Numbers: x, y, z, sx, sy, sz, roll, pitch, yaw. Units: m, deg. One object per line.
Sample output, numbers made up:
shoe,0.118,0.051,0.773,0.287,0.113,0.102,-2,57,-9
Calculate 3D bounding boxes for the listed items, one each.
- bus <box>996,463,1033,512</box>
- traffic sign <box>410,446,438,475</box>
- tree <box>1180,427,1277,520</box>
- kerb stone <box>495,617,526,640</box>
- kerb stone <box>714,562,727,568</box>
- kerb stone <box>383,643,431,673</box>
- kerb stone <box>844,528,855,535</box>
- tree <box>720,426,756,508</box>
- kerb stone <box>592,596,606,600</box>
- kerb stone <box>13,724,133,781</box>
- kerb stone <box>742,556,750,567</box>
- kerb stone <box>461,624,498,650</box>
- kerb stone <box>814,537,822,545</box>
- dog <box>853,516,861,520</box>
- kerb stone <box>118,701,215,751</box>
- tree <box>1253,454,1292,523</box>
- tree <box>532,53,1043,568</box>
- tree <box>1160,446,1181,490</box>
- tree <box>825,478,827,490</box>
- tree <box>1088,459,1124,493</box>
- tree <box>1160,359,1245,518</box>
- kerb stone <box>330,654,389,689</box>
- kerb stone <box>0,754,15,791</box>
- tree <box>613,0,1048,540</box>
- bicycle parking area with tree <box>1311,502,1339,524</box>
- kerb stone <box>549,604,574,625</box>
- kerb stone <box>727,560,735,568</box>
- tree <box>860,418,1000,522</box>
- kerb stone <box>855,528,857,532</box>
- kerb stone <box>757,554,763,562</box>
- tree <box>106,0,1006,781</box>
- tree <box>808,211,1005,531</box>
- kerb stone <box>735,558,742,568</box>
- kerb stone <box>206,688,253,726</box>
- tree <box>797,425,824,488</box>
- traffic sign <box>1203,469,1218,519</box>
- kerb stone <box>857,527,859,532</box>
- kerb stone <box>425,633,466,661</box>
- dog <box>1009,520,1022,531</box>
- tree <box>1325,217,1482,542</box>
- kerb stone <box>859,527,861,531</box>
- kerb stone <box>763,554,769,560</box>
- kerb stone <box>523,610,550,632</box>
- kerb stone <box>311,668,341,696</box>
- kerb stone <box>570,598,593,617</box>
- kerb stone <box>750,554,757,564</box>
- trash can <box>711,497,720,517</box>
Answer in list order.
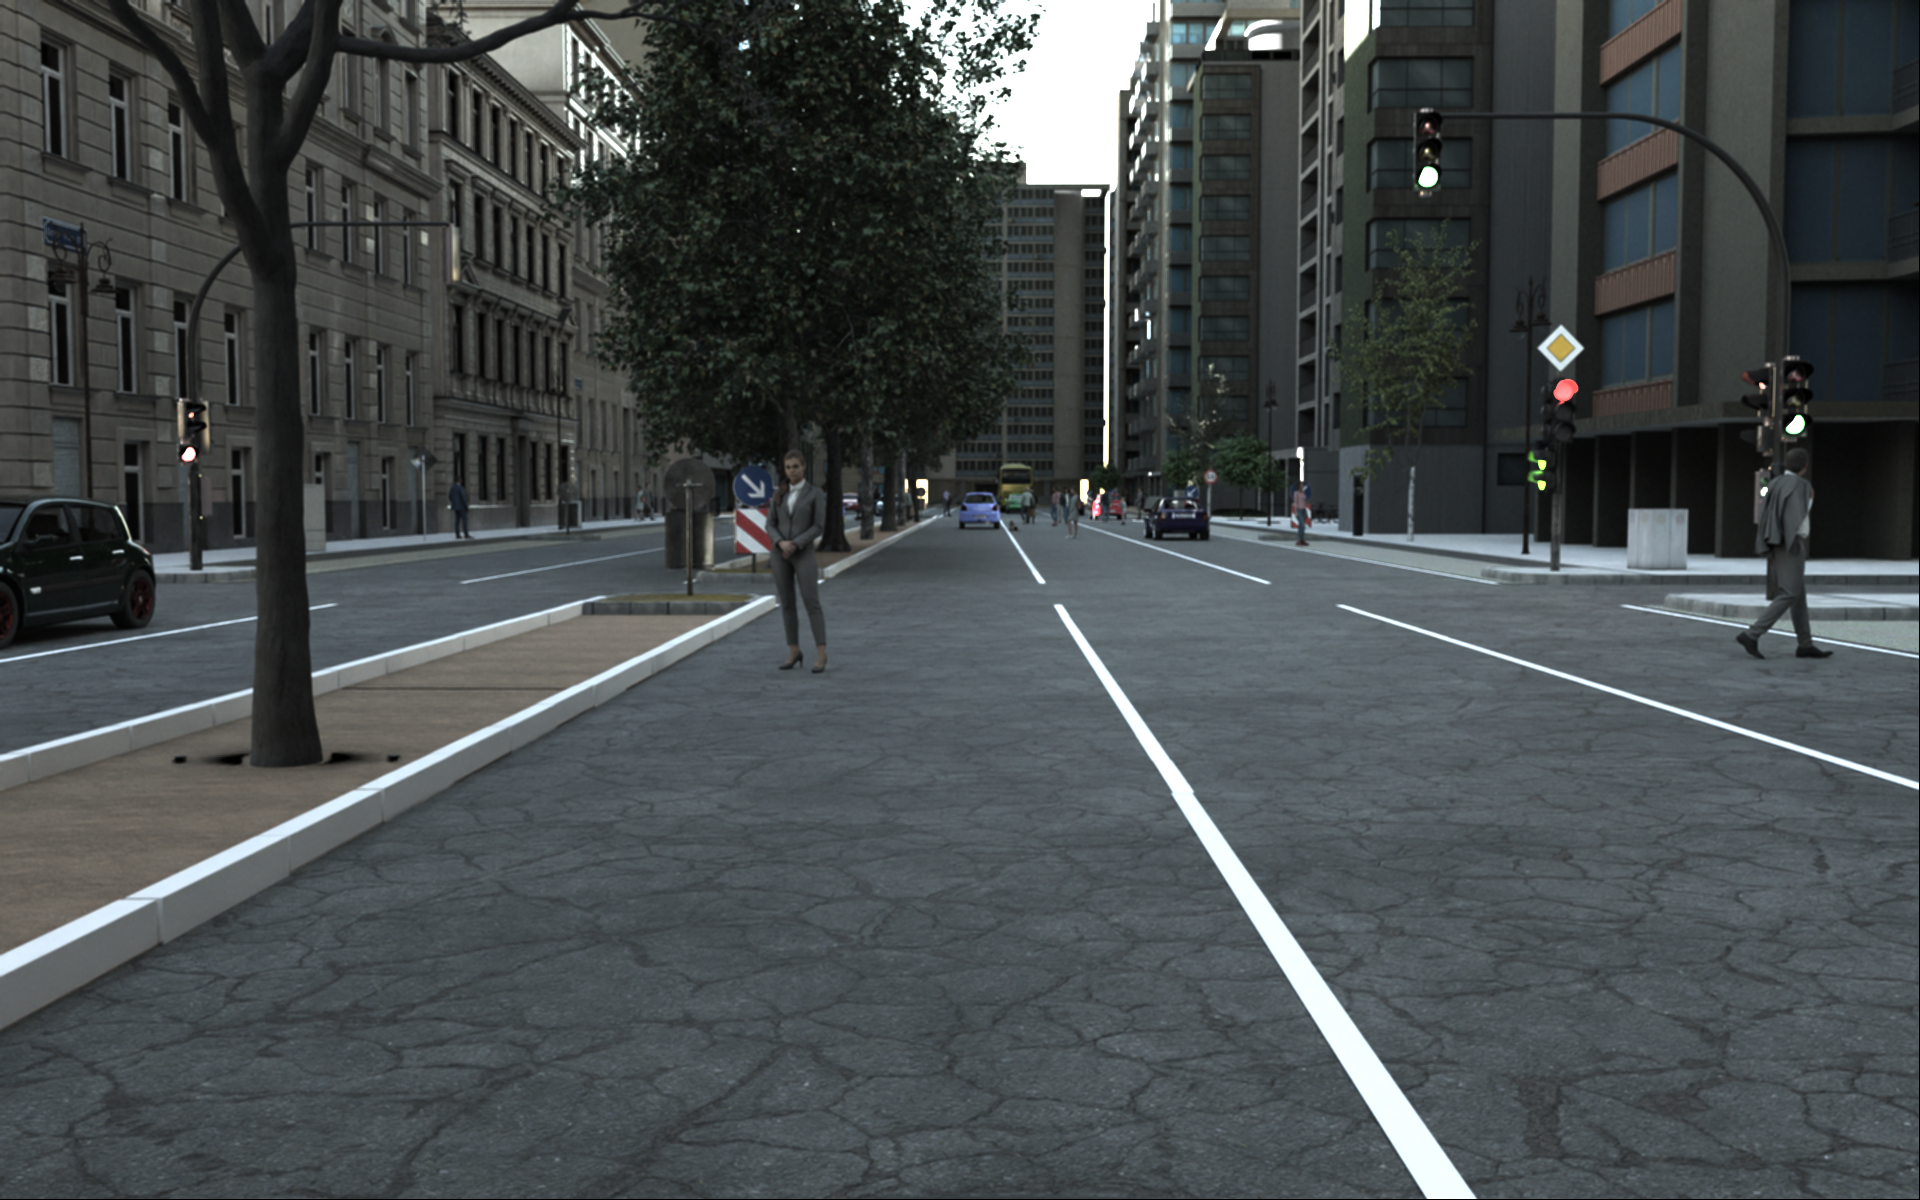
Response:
bus,4.379,-8.992,138.561,2.896,3.916,12.252,0,4,1
traffic sign,-14.603,-2.901,47.157,0.795,2.593,0.064,0,4,6
tree,13.946,-6.214,85.319,4.285,4.588,4.351,0,3,0
kerb stone,-4.543,0.302,17.256,0.120,0.150,1.000,0,4,1
kerb stone,-4.361,-0.547,31.146,0.120,0.150,1.000,0,4,1
kerb stone,-4.578,0.490,14.186,0.120,0.150,1.000,0,4,1
kerb stone,-3.957,-2.427,61.924,0.120,0.150,1.000,0,4,1
tree,-13.664,-9.617,107.607,4.360,8.622,3.978,0,3,0
kerb stone,-4.495,0.058,21.356,0.120,0.150,1.000,0,4,1
kerb stone,-4.653,0.803,9.072,0.120,0.150,1.000,0,4,1
kerb stone,-4.326,-0.735,34.220,0.120,0.150,1.000,0,4,1
kerb stone,-4.556,0.365,16.234,0.120,0.150,1.000,0,4,1
kerb stone,-4.106,-1.740,50.649,0.120,0.150,1.000,0,4,1
dog,-5.564,-4.624,95.798,0.748,0.427,0.550,3,5,44
kerb stone,-4.638,0.740,10.096,0.120,0.150,1.000,0,4,1
tree,13.559,-5.008,76.486,1.663,3.219,1.824,0,3,0
tree,-3.210,-6.896,32.219,9.611,12.733,9.660,0,3,0
tree,14.043,-7.593,107.858,4.285,4.588,4.351,0,3,0
tree,-13.415,-11.121,176.436,1.663,3.219,1.824,0,3,0
tree,13.903,-11.083,164.924,4.285,4.588,4.351,0,3,0
tree,13.300,-8.777,93.860,4.360,8.622,3.978,0,3,0
kerb stone,-4.592,0.553,13.163,0.120,0.150,1.000,0,4,1
kerb stone,-4.664,0.866,8.049,0.120,0.150,1.000,0,4,1
tree,-4.109,-11.998,54.515,12.611,20.169,13.585,0,3,0
bicycle parking area with tree,19.345,-5.484,76.672,8.231,4.147,9.016,-2,4,-31
kerb stone,-4.511,0.179,19.307,0.120,0.150,1.000,0,4,1
kerb stone,-4.352,-0.605,32.169,0.120,0.150,1.000,0,4,1
tree,-2.161,-9.236,87.876,8.767,10.594,7.601,0,4,1
kerb stone,-3.949,-2.492,62.946,0.120,0.150,1.000,0,4,1
kerb stone,-4.298,-0.854,36.276,0.120,0.150,1.000,0,4,1
tree,-3.545,-5.860,8.634,12.009,13.543,11.850,0,3,0
tree,-2.757,-9.613,66.279,9.857,13.997,8.962,0,3,0
kerb stone,-4.348,-0.673,33.193,0.120,0.150,1.000,0,4,1
kerb stone,-4.620,0.678,11.118,0.120,0.150,1.000,0,4,1
tree,-13.345,-11.796,143.233,4.360,8.622,3.978,0,3,0
traffic sign,12.762,-5.388,88.206,0.768,2.556,0.104,0,4,8
kerb stone,-3.937,-2.555,63.968,0.120,0.150,1.000,0,4,1
kerb stone,-4.570,0.431,15.210,0.120,0.150,1.000,0,4,1
dog,2.155,-2.880,67.274,0.748,0.427,0.550,-1,4,-21
tree,12.142,-5.897,46.775,4.737,8.622,4.395,0,3,0
kerb stone,-3.922,-2.616,64.994,0.120,0.150,1.000,0,4,1
kerb stone,-4.280,-0.923,37.298,0.120,0.150,1.000,0,4,1
kerb stone,-4.535,0.244,18.278,0.120,0.150,1.000,0,4,1
kerb stone,-4.606,0.619,12.140,0.120,0.150,1.000,0,4,1
kerb stone,-4.506,0.114,20.329,0.120,0.150,1.000,0,4,1
kerb stone,-4.312,-0.797,35.242,0.120,0.150,1.000,0,4,1
trash can,-13.873,-5.272,97.848,0.748,1.137,0.748,0,3,0
